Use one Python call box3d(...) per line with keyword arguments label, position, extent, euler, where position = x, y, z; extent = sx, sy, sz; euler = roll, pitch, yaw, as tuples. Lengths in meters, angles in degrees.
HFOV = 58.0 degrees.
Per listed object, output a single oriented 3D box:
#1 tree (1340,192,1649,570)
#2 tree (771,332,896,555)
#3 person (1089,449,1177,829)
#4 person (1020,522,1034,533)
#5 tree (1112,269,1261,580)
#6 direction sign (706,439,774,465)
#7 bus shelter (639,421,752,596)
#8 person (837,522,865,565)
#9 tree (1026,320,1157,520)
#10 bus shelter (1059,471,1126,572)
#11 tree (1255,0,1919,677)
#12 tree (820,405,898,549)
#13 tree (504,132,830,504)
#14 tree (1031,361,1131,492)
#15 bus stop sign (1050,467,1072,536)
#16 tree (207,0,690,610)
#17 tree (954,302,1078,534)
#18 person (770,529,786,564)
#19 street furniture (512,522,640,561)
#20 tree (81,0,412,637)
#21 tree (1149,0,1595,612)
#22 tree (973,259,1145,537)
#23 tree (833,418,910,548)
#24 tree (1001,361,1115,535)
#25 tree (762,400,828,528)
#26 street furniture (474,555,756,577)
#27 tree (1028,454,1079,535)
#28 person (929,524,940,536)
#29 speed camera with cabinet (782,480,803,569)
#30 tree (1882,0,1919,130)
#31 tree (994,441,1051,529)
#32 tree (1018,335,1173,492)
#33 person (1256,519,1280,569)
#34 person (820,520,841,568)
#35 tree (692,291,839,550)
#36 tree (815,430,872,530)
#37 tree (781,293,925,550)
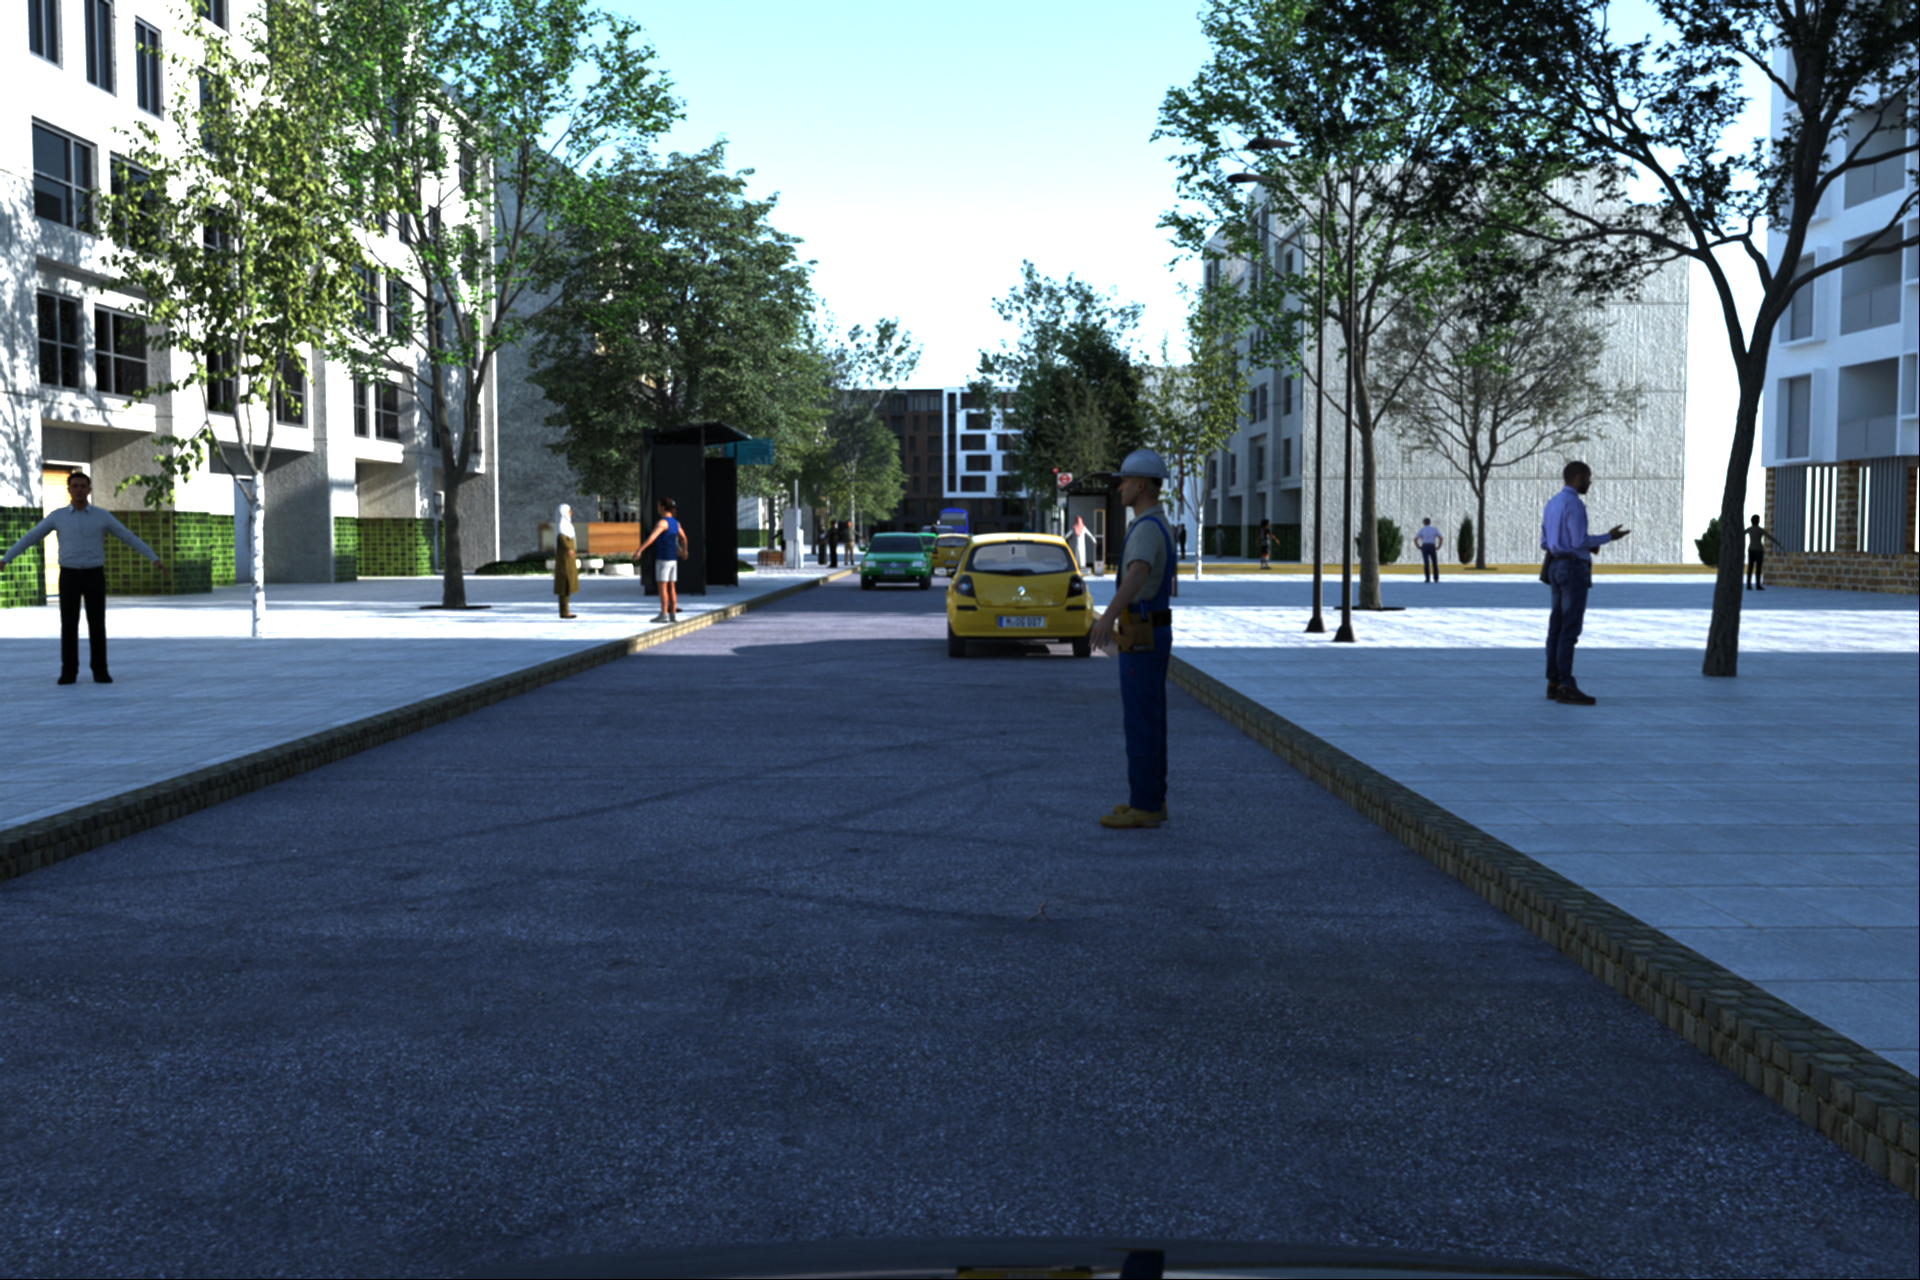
box3d(label="tree", position=(18.755, -9.285, 62.173), extent=(12.009, 13.543, 11.850), euler=(0, 3, 0))
box3d(label="tree", position=(-8.962, -11.967, 106.035), extent=(12.009, 13.543, 11.850), euler=(0, 3, 0))
box3d(label="person", position=(0.881, -0.015, 8.558), extent=(0.705, 1.847, 1.347), euler=(1, 4, 16))
box3d(label="person", position=(3.094, -4.470, 79.204), extent=(1.347, 1.817, 0.704), euler=(1, 4, 19))
box3d(label="tree", position=(6.601, -6.010, 48.621), extent=(4.737, 8.622, 4.395), euler=(0, 3, 0))
box3d(label="direction sign", position=(-5.901, -3.361, 43.709), extent=(2.525, 3.948, 1.411), euler=(0, 3, 0))
box3d(label="bus shelter", position=(-5.871, -2.926, 39.122), extent=(1.731, 3.624, 6.357), euler=(0, 4, -1))
box3d(label="person", position=(-4.605, -4.017, 71.948), extent=(1.348, 1.796, 0.705), euler=(0, 4, -1))
box3d(label="tree", position=(6.958, -10.673, 92.631), extent=(7.486, 12.596, 7.792), euler=(0, 3, 0))
box3d(label="bus shelter", position=(4.557, -3.939, 58.325), extent=(2.014, 3.302, 5.546), euler=(0, 4, -1))
box3d(label="tree", position=(6.839, -4.930, 15.021), extent=(8.767, 10.594, 7.601), euler=(0, 4, 3))
box3d(label="tree", position=(-9.169, -14.290, 151.776), extent=(7.486, 12.596, 7.792), euler=(0, 3, 0))
box3d(label="tree", position=(-8.990, -9.036, 54.392), extent=(9.857, 13.997, 8.962), euler=(0, 3, 0))
box3d(label="tree", position=(5.604, -7.506, 73.091), extent=(4.360, 8.622, 3.978), euler=(0, 3, 0))
box3d(label="bus stop sign", position=(4.042, -4.927, 69.267), extent=(0.855, 3.939, 0.416), euler=(0, 4, -1))
box3d(label="tree", position=(-8.614, -6.348, 29.545), extent=(9.928, 11.665, 9.643), euler=(0, 3, 0))
box3d(label="tree", position=(5.890, -17.571, 143.169), extent=(12.611, 20.169, 13.585), euler=(0, 3, 0))
box3d(label="person", position=(-7.494, -4.141, 73.897), extent=(1.347, 1.806, 0.705), euler=(-3, 4, -37))
box3d(label="street furniture", position=(-14.000, -3.691, 67.195), extent=(9.812, 1.723, 11.010), euler=(-3, 4, -37))
box3d(label="tree", position=(-8.839, -4.353, 21.539), extent=(4.737, 8.622, 4.395), euler=(0, 3, 0))
box3d(label="tree", position=(6.802, -6.316, 29.025), extent=(9.928, 11.665, 9.643), euler=(0, 3, 0))
box3d(label="tree", position=(6.637, -16.067, 118.582), extent=(12.611, 20.169, 13.585), euler=(0, 3, 0))
box3d(label="tree", position=(-8.335, -14.870, 161.252), extent=(7.486, 12.596, 7.792), euler=(0, 3, 0))
box3d(label="tree", position=(6.320, -10.910, 104.130), extent=(9.928, 11.665, 9.643), euler=(0, 3, 0))
box3d(label="tree", position=(-8.679, -8.547, 90.108), extent=(4.737, 8.622, 4.395), euler=(0, 3, 0))
box3d(label="street furniture", position=(-10.594, -2.477, 56.118), extent=(10.072, 0.657, 5.734), euler=(-3, 5, -44))
box3d(label="tree", position=(6.607, -11.031, 130.716), extent=(4.360, 8.622, 3.978), euler=(0, 3, 0))
box3d(label="person", position=(-1.130, -4.044, 74.361), extent=(1.354, 1.856, 0.705), euler=(-1, 4, -14))
box3d(label="speed camera with cabinet", position=(-6.161, -4.247, 63.781), extent=(0.660, 3.252, 2.038), euler=(0, 3, 0))
box3d(label="tree", position=(6.357, -3.511, 7.768), extent=(4.360, 8.622, 3.978), euler=(0, 3, 0))
box3d(label="tree", position=(6.634, -13.687, 158.197), extent=(7.601, 10.594, 8.767), euler=(-3, 4, -38))
box3d(label="tree", position=(6.334, -9.040, 82.209), extent=(8.767, 10.594, 7.601), euler=(2, 4, 32))
box3d(label="person", position=(11.136, -3.481, 63.053), extent=(0.704, 1.843, 1.345), euler=(-2, 4, -27))
box3d(label="person", position=(-4.869, -3.663, 66.116), extent=(0.704, 1.802, 1.346), euler=(2, 4, 30))
box3d(label="tree", position=(-9.254, -9.962, 81.011), extent=(7.486, 12.596, 7.792), euler=(0, 3, 0))
box3d(label="tree", position=(-8.234, -10.192, 116.995), extent=(4.737, 8.622, 4.395), euler=(0, 3, 0))
box3d(label="tree", position=(-10.041, -17.230, 137.606), extent=(12.611, 20.169, 13.585), euler=(0, 3, 0))
